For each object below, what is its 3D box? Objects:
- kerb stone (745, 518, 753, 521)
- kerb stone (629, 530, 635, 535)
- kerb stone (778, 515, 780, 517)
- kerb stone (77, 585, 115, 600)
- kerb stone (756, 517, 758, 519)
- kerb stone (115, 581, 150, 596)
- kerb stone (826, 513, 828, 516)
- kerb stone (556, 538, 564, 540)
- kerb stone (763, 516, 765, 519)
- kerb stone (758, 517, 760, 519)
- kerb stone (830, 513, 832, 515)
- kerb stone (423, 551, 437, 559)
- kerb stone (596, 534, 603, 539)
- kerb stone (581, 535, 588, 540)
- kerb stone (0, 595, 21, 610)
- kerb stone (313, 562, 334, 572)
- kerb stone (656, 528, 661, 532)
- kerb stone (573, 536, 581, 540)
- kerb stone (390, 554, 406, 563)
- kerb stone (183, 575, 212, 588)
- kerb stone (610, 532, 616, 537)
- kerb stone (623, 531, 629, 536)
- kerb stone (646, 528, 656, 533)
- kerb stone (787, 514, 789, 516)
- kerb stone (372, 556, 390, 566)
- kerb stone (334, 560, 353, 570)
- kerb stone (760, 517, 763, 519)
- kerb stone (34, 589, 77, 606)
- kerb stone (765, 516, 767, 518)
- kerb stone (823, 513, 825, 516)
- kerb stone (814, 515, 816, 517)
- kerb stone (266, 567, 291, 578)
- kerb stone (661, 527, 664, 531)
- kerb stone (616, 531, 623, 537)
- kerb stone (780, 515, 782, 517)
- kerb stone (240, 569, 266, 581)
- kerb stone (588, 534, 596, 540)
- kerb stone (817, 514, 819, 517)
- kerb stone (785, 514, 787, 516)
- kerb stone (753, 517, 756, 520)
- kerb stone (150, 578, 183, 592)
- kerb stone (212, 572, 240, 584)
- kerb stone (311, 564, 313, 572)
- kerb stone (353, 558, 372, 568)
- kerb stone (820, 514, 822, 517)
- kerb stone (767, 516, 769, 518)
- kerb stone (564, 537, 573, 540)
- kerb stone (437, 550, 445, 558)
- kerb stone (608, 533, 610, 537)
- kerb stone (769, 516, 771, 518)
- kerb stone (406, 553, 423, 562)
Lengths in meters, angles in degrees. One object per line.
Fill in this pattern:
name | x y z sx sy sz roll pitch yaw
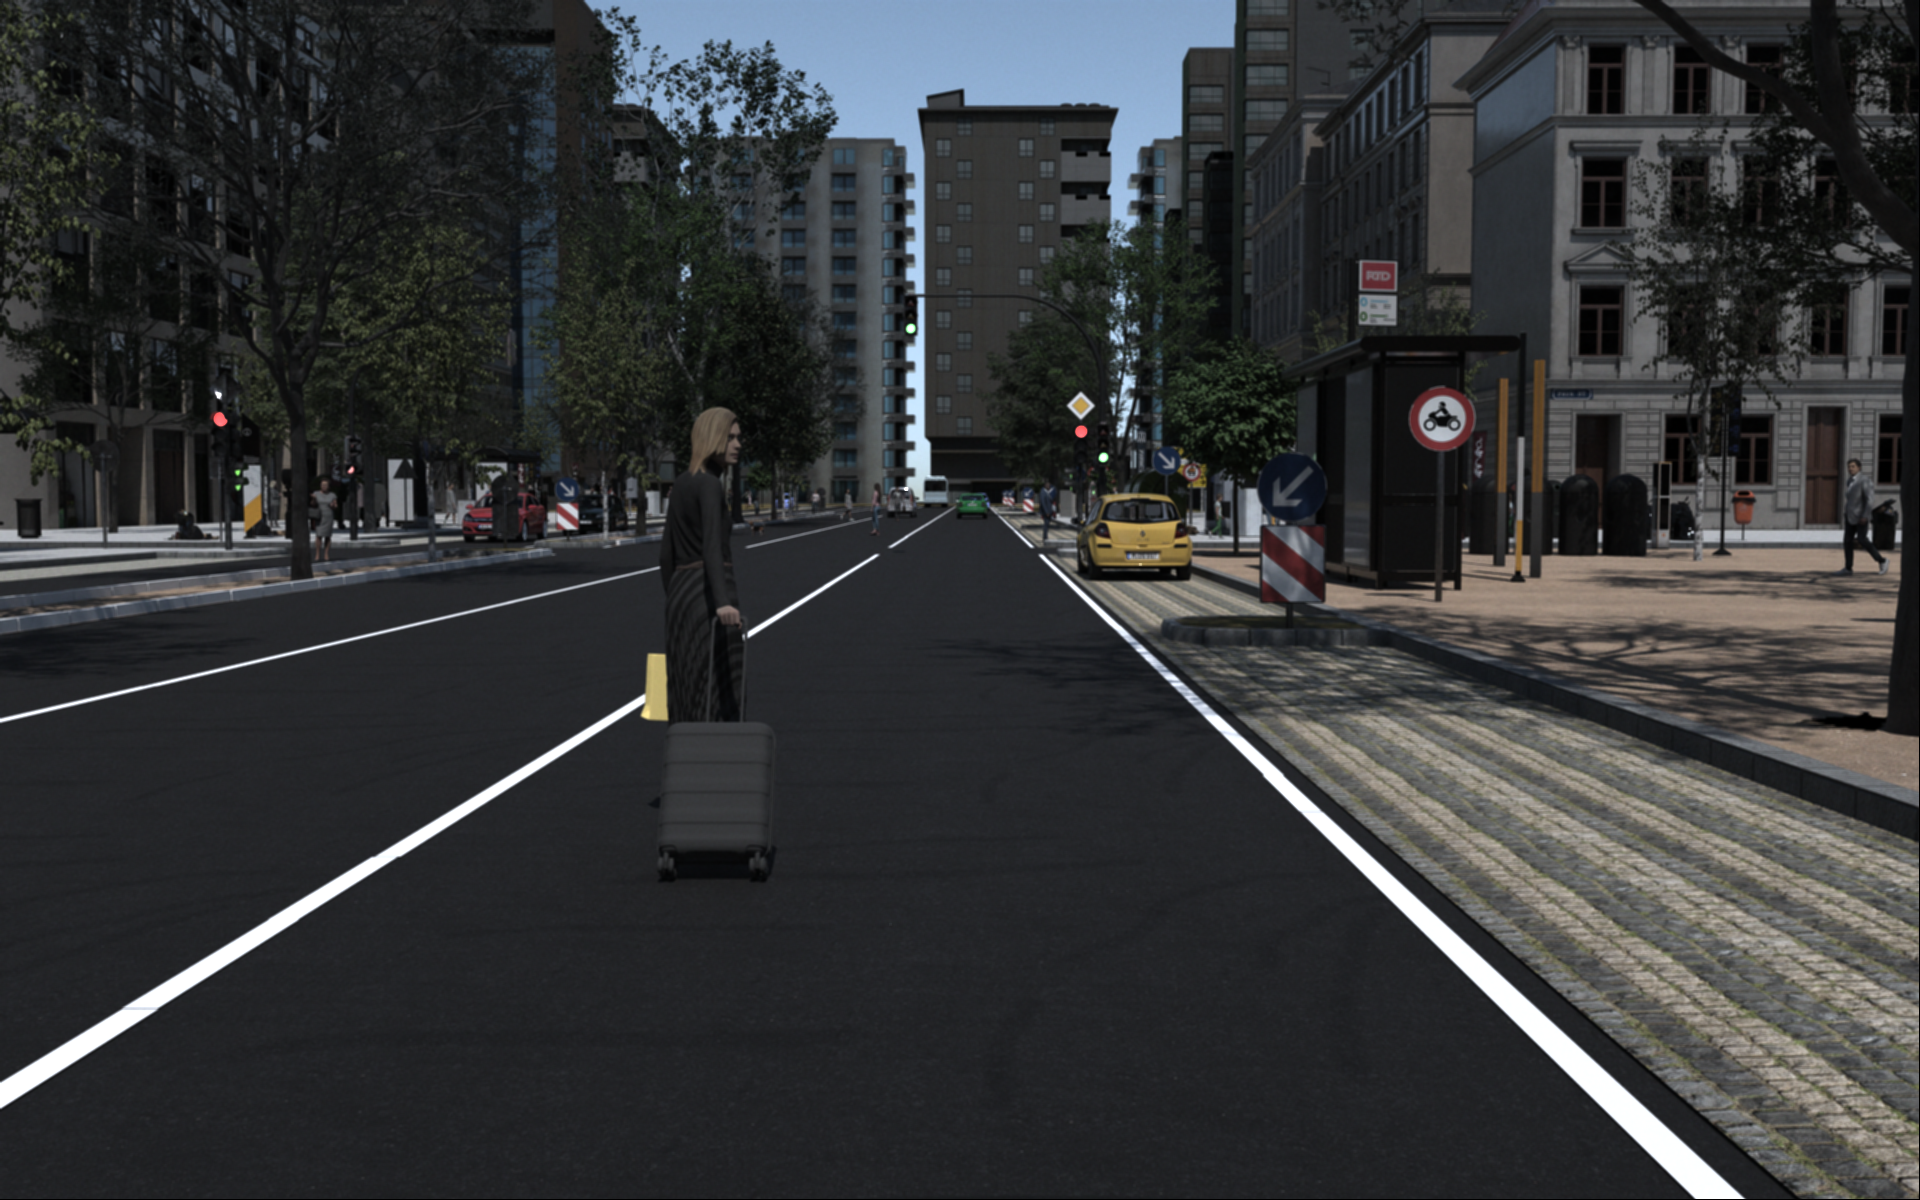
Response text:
kerb stone | -11.230 -4.254 91.804 0.120 0.150 1.000 0 4 1
kerb stone | -11.518 -2.312 60.011 0.120 0.150 1.000 0 4 1
kerb stone | -11.117 -5.006 104.111 0.120 0.150 1.000 0 4 1
kerb stone | -11.856 -0.085 23.580 0.120 0.150 1.000 0 4 1
kerb stone | -11.206 -4.383 93.854 0.120 0.150 1.000 0 4 1
kerb stone | -11.848 -0.148 24.614 0.120 0.150 1.000 0 4 1
kerb stone | -8.925 -5.568 113.226 0.120 0.150 1.000 0 4 1
kerb stone | -11.613 -1.684 49.744 0.120 0.150 1.000 0 4 1
kerb stone | -11.175 -4.568 96.929 0.120 0.150 1.000 0 4 1
kerb stone | -11.191 -4.446 94.881 0.120 0.150 1.000 0 4 1
kerb stone | -8.896 -5.757 116.314 0.120 0.150 1.000 0 4 1
kerb stone | -11.728 -0.964 37.951 0.120 0.150 1.000 0 4 1
kerb stone | -11.571 -1.999 54.874 0.120 0.150 1.000 0 4 1
kerb stone | -11.584 -1.870 52.823 0.120 0.150 1.000 0 4 1
kerb stone | -11.876 0.041 21.531 0.120 0.150 1.000 0 4 1
kerb stone | -11.789 -0.585 31.786 0.120 0.150 1.000 0 4 1
kerb stone | -11.475 -2.626 65.147 0.120 0.150 1.000 0 4 1
kerb stone | -11.597 -1.810 51.794 0.120 0.150 1.000 0 4 1
kerb stone | -11.751 -0.836 35.891 0.120 0.150 1.000 0 4 1
kerb stone | -11.828 -0.271 26.658 0.120 0.150 1.000 0 4 1
kerb stone | -11.551 -2.124 56.924 0.120 0.150 1.000 0 4 1
kerb stone | -11.527 -2.250 58.989 0.120 0.150 1.000 0 4 1
kerb stone | -11.484 -2.564 64.121 0.120 0.150 1.000 0 4 1
kerb stone | -11.074 -5.324 109.246 0.120 0.150 1.000 0 4 1
kerb stone | -11.753 -0.773 34.862 0.120 0.150 1.000 0 4 1
kerb stone | -11.781 -0.649 32.807 0.120 0.150 1.000 0 4 1
kerb stone | -11.189 -4.508 95.904 0.120 0.150 1.000 0 4 1
kerb stone | -11.862 -0.018 22.558 0.120 0.150 1.000 0 4 1
kerb stone | -11.170 -4.628 97.965 0.120 0.150 1.000 0 4 1
kerb stone | -8.946 -5.442 111.176 0.120 0.150 1.000 0 4 1
kerb stone | -9.006 -5.066 105.023 0.120 0.150 1.000 0 4 1
kerb stone | -11.797 -0.462 29.742 0.120 0.150 1.000 0 4 1
kerb stone | -11.467 -2.682 66.170 0.120 0.150 1.000 0 4 1
kerb stone | -11.539 -2.186 57.963 0.120 0.150 1.000 0 4 1
kerb stone | -11.082 -5.199 107.196 0.120 0.150 1.000 0 4 1
kerb stone | -11.815 -0.399 28.720 0.120 0.150 1.000 0 4 1
kerb stone | -11.571 -1.936 53.851 0.120 0.150 1.000 0 4 1
kerb stone | -8.983 -5.185 107.076 0.120 0.150 1.000 0 4 1
kerb stone | -11.073 -5.256 108.221 0.120 0.150 1.000 0 4 1
kerb stone | -11.218 -4.320 92.832 0.120 0.150 1.000 0 4 1
kerb stone | -11.834 -0.210 25.636 0.120 0.150 1.000 0 4 1
kerb stone | -11.820 -0.331 27.680 0.120 0.150 1.000 0 4 1
kerb stone | -11.796 -0.518 30.764 0.120 0.150 1.000 0 4 1
kerb stone | -11.767 -0.709 33.837 0.120 0.150 1.000 0 4 1
kerb stone | -8.966 -5.317 109.124 0.120 0.150 1.000 0 4 1
kerb stone | -11.159 -4.697 98.989 0.120 0.150 1.000 0 4 1
kerb stone | -11.605 -1.748 50.769 0.120 0.150 1.000 0 4 1
kerb stone | -11.709 -1.026 38.973 0.120 0.150 1.000 0 4 1
kerb stone | -11.551 -2.061 55.896 0.120 0.150 1.000 0 4 1
kerb stone | -11.155 -4.759 100.011 0.120 0.150 1.000 0 4 1
kerb stone | -11.732 -0.901 36.920 0.120 0.150 1.000 0 4 1
